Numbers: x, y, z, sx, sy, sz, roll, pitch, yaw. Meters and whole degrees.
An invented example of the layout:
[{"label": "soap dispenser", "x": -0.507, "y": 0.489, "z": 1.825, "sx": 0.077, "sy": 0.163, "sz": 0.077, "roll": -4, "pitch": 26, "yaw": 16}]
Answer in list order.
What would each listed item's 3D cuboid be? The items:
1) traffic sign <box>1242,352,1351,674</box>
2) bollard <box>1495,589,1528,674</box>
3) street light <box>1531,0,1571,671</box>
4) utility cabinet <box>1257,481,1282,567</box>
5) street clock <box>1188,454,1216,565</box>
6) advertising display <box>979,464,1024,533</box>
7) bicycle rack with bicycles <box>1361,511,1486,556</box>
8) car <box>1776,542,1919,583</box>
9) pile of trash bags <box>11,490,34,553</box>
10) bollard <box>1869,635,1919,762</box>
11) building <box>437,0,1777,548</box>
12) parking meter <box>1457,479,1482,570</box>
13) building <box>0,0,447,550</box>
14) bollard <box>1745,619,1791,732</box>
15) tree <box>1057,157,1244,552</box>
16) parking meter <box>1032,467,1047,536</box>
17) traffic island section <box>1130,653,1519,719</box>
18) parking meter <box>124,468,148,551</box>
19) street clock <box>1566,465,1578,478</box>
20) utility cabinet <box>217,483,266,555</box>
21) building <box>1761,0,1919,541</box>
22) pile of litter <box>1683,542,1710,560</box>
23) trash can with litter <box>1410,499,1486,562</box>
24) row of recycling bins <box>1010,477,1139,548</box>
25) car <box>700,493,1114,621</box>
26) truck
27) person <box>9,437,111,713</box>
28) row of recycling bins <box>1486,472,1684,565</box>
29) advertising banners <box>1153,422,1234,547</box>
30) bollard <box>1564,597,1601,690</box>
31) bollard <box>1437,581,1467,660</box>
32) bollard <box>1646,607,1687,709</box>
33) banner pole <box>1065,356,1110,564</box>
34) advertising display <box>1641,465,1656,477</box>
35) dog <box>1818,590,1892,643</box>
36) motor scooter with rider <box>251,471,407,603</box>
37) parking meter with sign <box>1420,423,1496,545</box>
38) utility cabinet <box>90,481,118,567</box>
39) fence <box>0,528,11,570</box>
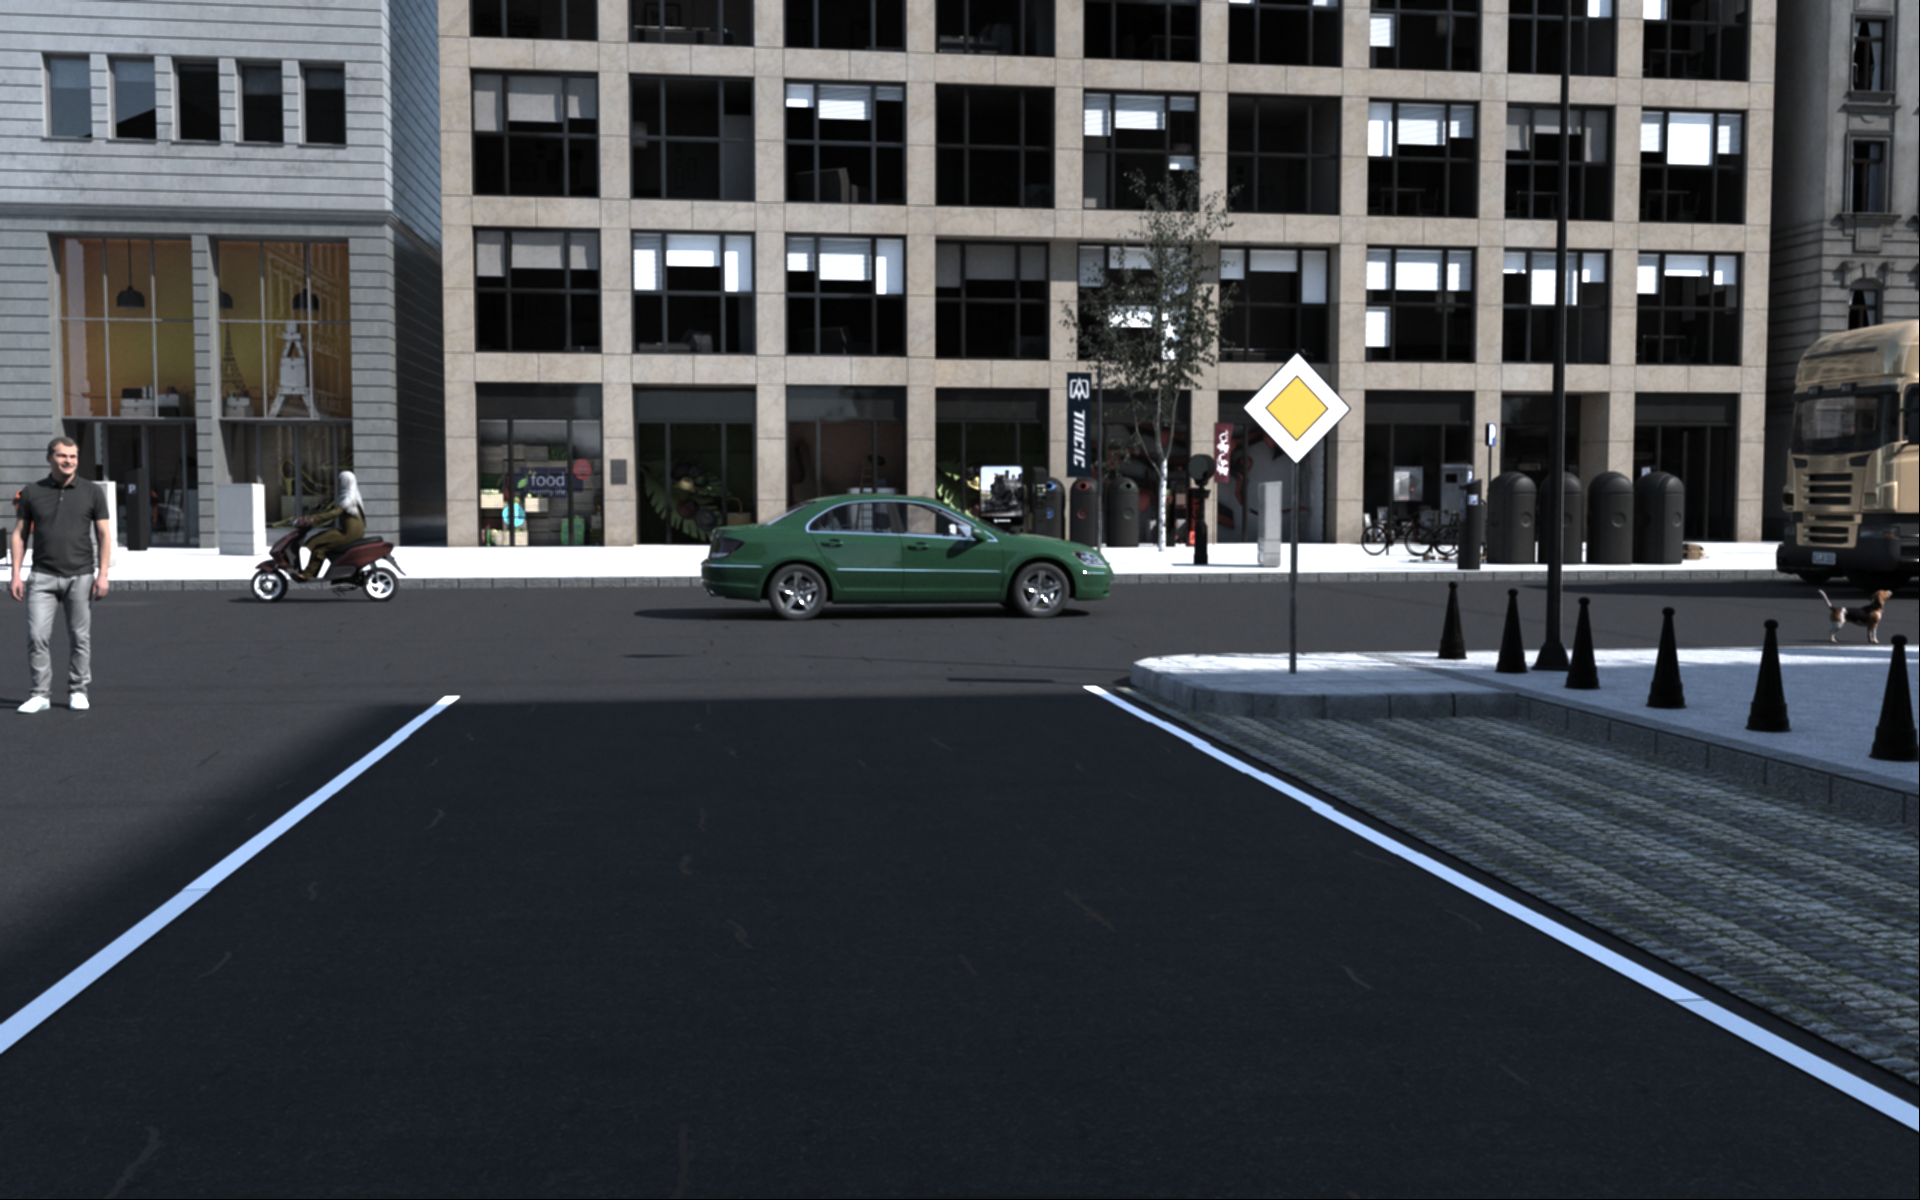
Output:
[{"label": "traffic sign", "x": 2.377, "y": -0.531, "z": 12.327, "sx": 0.795, "sy": 2.450, "sz": 0.064, "roll": 0, "pitch": 4, "yaw": -8}, {"label": "bollard", "x": 3.976, "y": 0.218, "z": 12.469, "sx": 0.229, "sy": 0.601, "sz": 0.229, "roll": 0, "pitch": 3, "yaw": 0}, {"label": "street light", "x": 3.808, "y": -2.441, "z": 12.448, "sx": 1.470, "sy": 5.913, "sz": 1.316, "roll": 0, "pitch": 4, "yaw": -8}, {"label": "utility cabinet", "x": 5.469, "y": -1.346, "z": 30.683, "sx": 0.318, "sy": 1.500, "sz": 1.173, "roll": 0, "pitch": 4, "yaw": 4}, {"label": "street clock", "x": 4.398, "y": -1.652, "z": 31.576, "sx": 0.471, "sy": 2.002, "sz": 0.358, "roll": 3, "pitch": 5, "yaw": 44}, {"label": "advertising display", "x": 0.891, "y": -1.958, "z": 37.227, "sx": 0.974, "sy": 1.923, "sz": 0.123, "roll": 0, "pitch": 4, "yaw": 1}, {"label": "bicycle rack with bicycles", "x": 10.260, "y": -1.397, "z": 36.222, "sx": 2.852, "sy": 0.926, "sz": 2.925, "roll": -3, "pitch": 5, "yaw": -43}, {"label": "car", "x": 15.208, "y": -1.086, "z": 27.546, "sx": 4.222, "sy": 1.686, "sz": 2.009, "roll": -1, "pitch": 4, "yaw": -9}, {"label": "pile of trash bags", "x": -21.651, "y": -1.696, "z": 37.483, "sx": 3.447, "sy": 1.369, "sz": 1.912, "roll": -1, "pitch": 4, "yaw": -10}, {"label": "bollard", "x": 4.542, "y": 0.468, "z": 8.393, "sx": 0.229, "sy": 0.601, "sz": 0.229, "roll": 0, "pitch": 3, "yaw": 0}, {"label": "building", "x": 3.223, "y": -15.171, "z": 52.565, "sx": 34.151, "sy": 26.468, "sz": 19.350, "roll": 0, "pitch": 4, "yaw": -8}, {"label": "parking meter", "x": 8.626, "y": -1.279, "z": 29.316, "sx": 0.372, "sy": 1.533, "sz": 0.369, "roll": 0, "pitch": 3, "yaw": 0}, {"label": "building", "x": -28.833, "y": -16.276, "z": 43.609, "sx": 29.804, "sy": 29.767, "sz": 11.434, "roll": 0, "pitch": 4, "yaw": -8}, {"label": "bollard", "x": 4.401, "y": 0.405, "z": 9.413, "sx": 0.229, "sy": 0.601, "sz": 0.229, "roll": 0, "pitch": 3, "yaw": 0}, {"label": "tree", "x": 4.418, "y": -5.384, "z": 38.387, "sx": 4.360, "sy": 8.622, "sz": 3.978, "roll": 0, "pitch": 3, "yaw": 0}, {"label": "parking meter", "x": 1.711, "y": -1.925, "z": 37.186, "sx": 0.255, "sy": 1.863, "sz": 0.399, "roll": -1, "pitch": 4, "yaw": -9}, {"label": "traffic island section", "x": 2.399, "y": 0.604, "z": 12.408, "sx": 2.009, "sy": 0.180, "sz": 2.903, "roll": 0, "pitch": 4, "yaw": -8}, {"label": "parking meter", "x": -18.609, "y": -2.043, "z": 39.108, "sx": 0.399, "sy": 1.863, "sz": 0.255, "roll": 1, "pitch": 4, "yaw": 12}, {"label": "street clock", "x": 15.355, "y": -2.381, "z": 43.505, "sx": 0.358, "sy": 2.002, "sz": 0.471, "roll": 1, "pitch": 4, "yaw": 10}, {"label": "utility cabinet", "x": -14.993, "y": -1.682, "z": 36.175, "sx": 1.173, "sy": 1.500, "sz": 0.318, "roll": 2, "pitch": 4, "yaw": 32}, {"label": "building", "x": 30.717, "y": -12.343, "z": 50.966, "sx": 18.267, "sy": 20.994, "sz": 9.793, "roll": 0, "pitch": 4, "yaw": -8}, {"label": "pile of litter", "x": 14.239, "y": -1.240, "z": 34.245, "sx": 1.719, "sy": 0.858, "sz": 1.176, "roll": -2, "pitch": 4, "yaw": -26}, {"label": "trash can with litter", "x": 9.529, "y": -1.370, "z": 33.463, "sx": 2.233, "sy": 1.210, "sz": 1.678, "roll": -1, "pitch": 4, "yaw": -19}, {"label": "row of recycling bins", "x": 2.580, "y": -2.140, "z": 42.094, "sx": 3.534, "sy": 1.692, "sz": 1.069, "roll": 0, "pitch": 4, "yaw": 6}, {"label": "car", "x": -0.606, "y": -0.540, "z": 20.622, "sx": 4.920, "sy": 1.459, "sz": 2.131, "roll": 0, "pitch": 4, "yaw": -8}, {"label": "truck", "x": 17.060, "y": -2.200, "z": 24.885, "sx": 11.283, "sy": 4.237, "sz": 2.839, "roll": 0, "pitch": 4, "yaw": -7}, {"label": "person", "x": -5.974, "y": -0.175, "z": 11.485, "sx": 0.598, "sy": 1.807, "sz": 0.434, "roll": -1, "pitch": 4, "yaw": -11}, {"label": "row of recycling bins", "x": 11.493, "y": -1.510, "z": 31.799, "sx": 3.534, "sy": 1.692, "sz": 1.069, "roll": 0, "pitch": 4, "yaw": -1}, {"label": "advertising banners", "x": 5.702, "y": -2.810, "z": 42.130, "sx": 2.074, "sy": 3.025, "sz": 0.090, "roll": -1, "pitch": 4, "yaw": -15}, {"label": "bollard", "x": 4.120, "y": 0.281, "z": 11.447, "sx": 0.229, "sy": 0.601, "sz": 0.229, "roll": 0, "pitch": 3, "yaw": 0}, {"label": "bollard", "x": 3.838, "y": 0.156, "z": 13.491, "sx": 0.229, "sy": 0.601, "sz": 0.229, "roll": 0, "pitch": 3, "yaw": 0}, {"label": "bollard", "x": 4.260, "y": 0.343, "z": 10.430, "sx": 0.229, "sy": 0.601, "sz": 0.229, "roll": 0, "pitch": 3, "yaw": 0}, {"label": "banner pole", "x": 2.318, "y": -2.537, "z": 31.492, "sx": 0.863, "sy": 3.779, "sz": 0.401, "roll": -1, "pitch": 4, "yaw": -15}, {"label": "advertising display", "x": 15.471, "y": -2.065, "z": 38.979, "sx": 0.123, "sy": 1.923, "sz": 0.974, "roll": 1, "pitch": 4, "yaw": 9}, {"label": "dog", "x": 8.647, "y": 0.156, "z": 16.738, "sx": 0.540, "sy": 0.507, "sz": 0.406, "roll": -2, "pitch": 4, "yaw": -26}, {"label": "motor scooter with rider", "x": -8.378, "y": -0.858, "z": 22.985, "sx": 1.986, "sy": 1.779, "sz": 0.876, "roll": -1, "pitch": 4, "yaw": -9}, {"label": "parking meter with sign", "x": 12.430, "y": -2.881, "z": 43.362, "sx": 1.738, "sy": 3.016, "sz": 0.543, "roll": 2, "pitch": 4, "yaw": 33}, {"label": "utility cabinet", "x": -15.366, "y": -1.317, "z": 30.207, "sx": 1.173, "sy": 1.500, "sz": 0.318, "roll": 0, "pitch": 4, "yaw": 1}, {"label": "fence", "x": -16.703, "y": -0.908, "z": 30.224, "sx": 0.278, "sy": 0.683, "sz": 2.069, "roll": -2, "pitch": 4, "yaw": -26}]
